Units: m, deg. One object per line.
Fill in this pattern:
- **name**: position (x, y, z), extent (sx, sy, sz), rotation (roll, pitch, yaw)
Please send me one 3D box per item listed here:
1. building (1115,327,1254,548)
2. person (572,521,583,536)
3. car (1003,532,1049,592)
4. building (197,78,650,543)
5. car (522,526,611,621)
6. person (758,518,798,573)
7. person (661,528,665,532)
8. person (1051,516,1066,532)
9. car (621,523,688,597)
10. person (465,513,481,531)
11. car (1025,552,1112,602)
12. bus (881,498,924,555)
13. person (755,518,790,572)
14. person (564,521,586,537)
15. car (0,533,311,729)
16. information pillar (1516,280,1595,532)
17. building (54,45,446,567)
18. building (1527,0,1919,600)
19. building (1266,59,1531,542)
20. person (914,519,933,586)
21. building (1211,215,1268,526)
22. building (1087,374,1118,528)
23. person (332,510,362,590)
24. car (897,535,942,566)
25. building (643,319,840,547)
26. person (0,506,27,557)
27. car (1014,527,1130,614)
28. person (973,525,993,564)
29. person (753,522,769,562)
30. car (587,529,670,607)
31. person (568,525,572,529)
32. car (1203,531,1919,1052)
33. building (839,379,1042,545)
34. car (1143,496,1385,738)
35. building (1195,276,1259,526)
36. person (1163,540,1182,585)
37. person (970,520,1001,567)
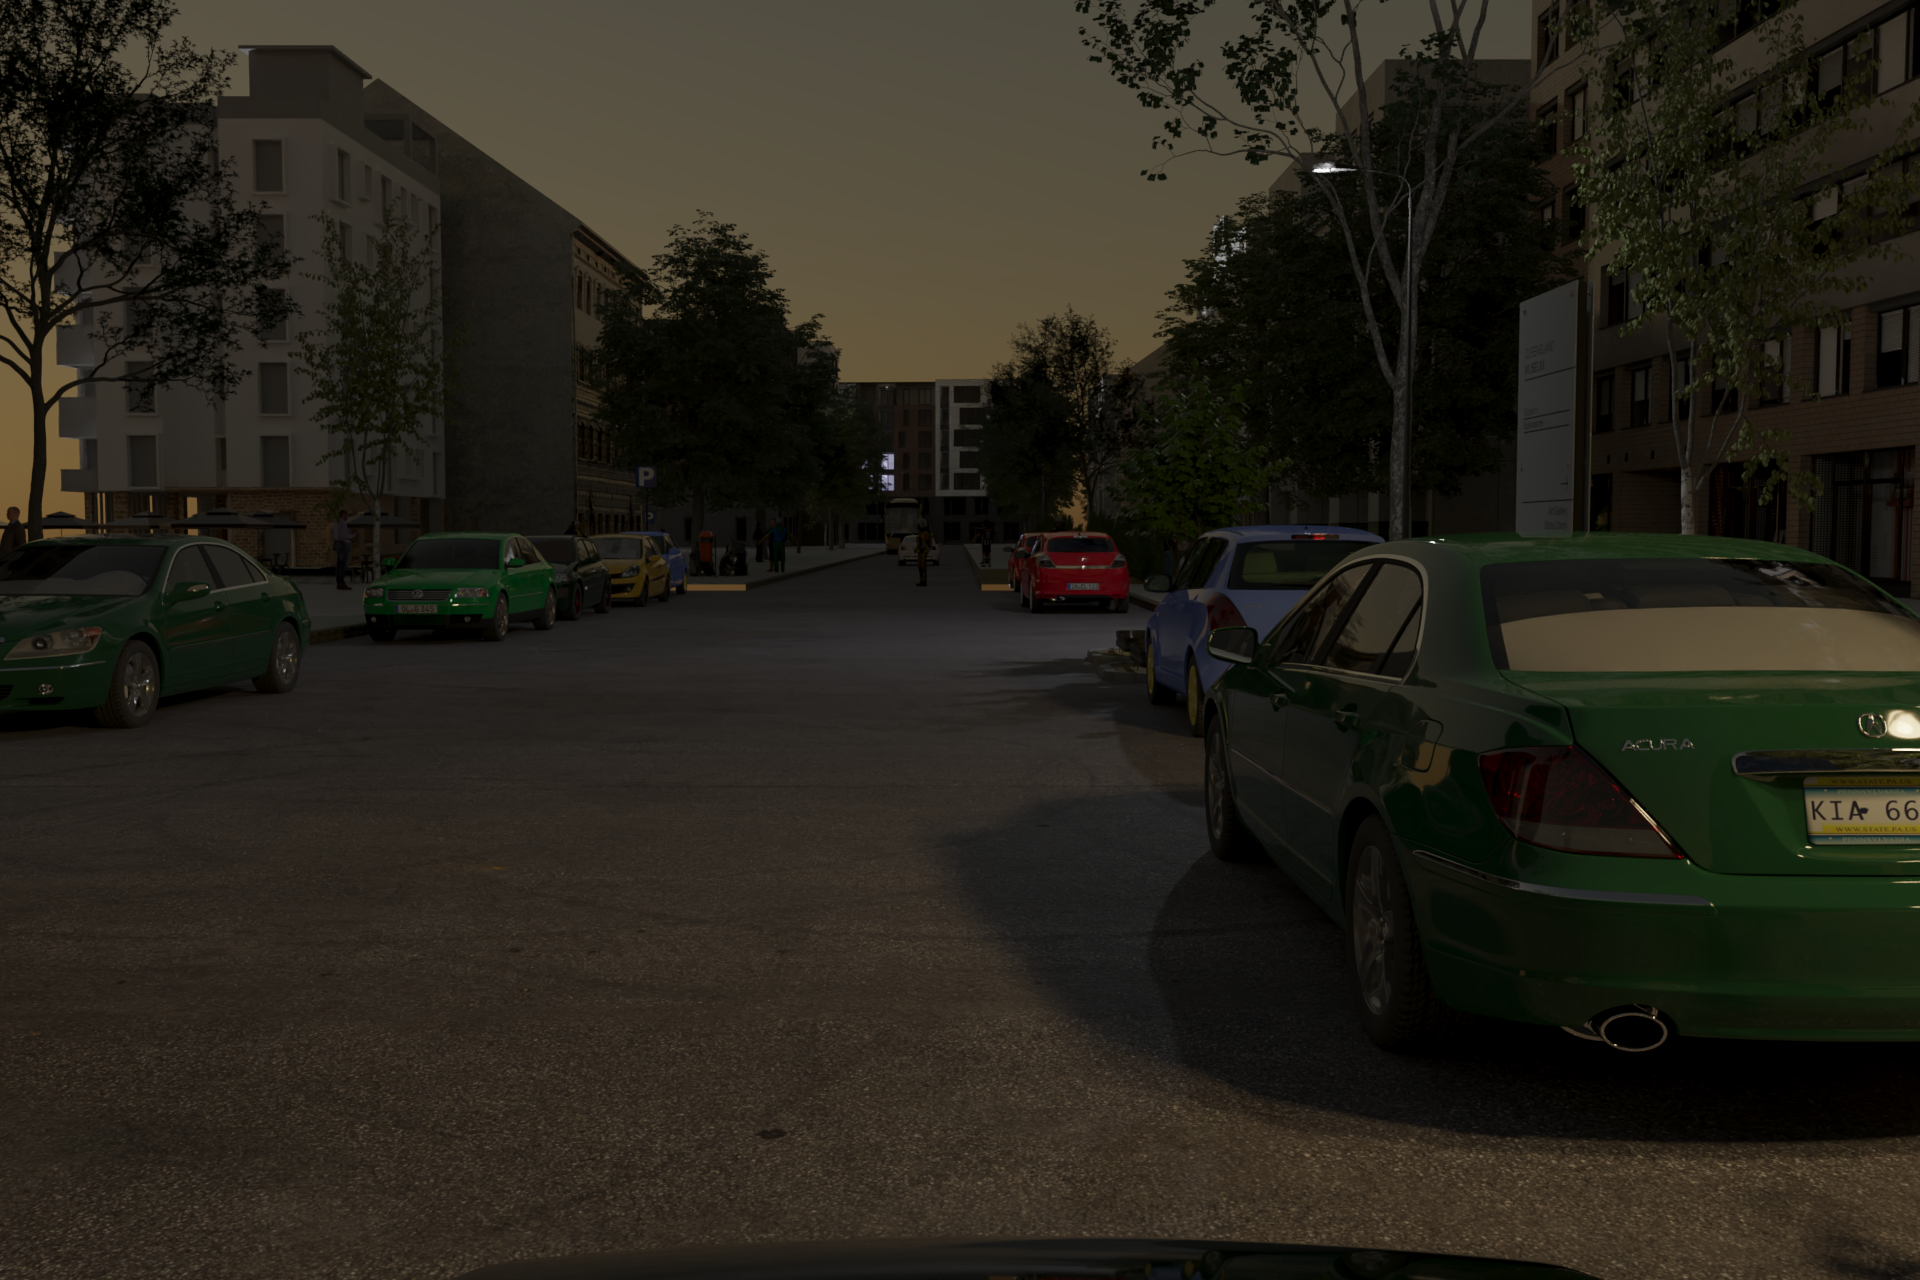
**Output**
- **building**: position (25.182, -20.613, 167.956), extent (19.493, 23.208, 18.063), rotation (0, 3, 0)
- **person**: position (-14.468, -3.639, 65.968), extent (0.721, 1.772, 1.216), rotation (1, 4, 14)
- **car**: position (2.190, -2.150, 44.189), extent (2.155, 1.783, 4.494), rotation (0, 4, -1)
- **building**: position (-27.982, -16.036, 93.110), extent (19.493, 23.208, 18.063), rotation (0, 4, 0)
- **car**: position (-7.178, -1.228, 29.864), extent (2.009, 1.686, 4.222), rotation (0, 4, 0)
- **person**: position (-5.994, -3.128, 57.272), extent (1.347, 1.817, 0.704), rotation (-1, 4, -17)
- **person**: position (-8.706, -2.612, 49.433), extent (1.216, 1.740, 0.721), rotation (-2, 4, -35)
- **person**: position (2.331, -1.995, 40.857), extent (1.354, 1.856, 0.705), rotation (1, 4, 15)
- **car**: position (-7.355, -1.855, 39.921), extent (1.945, 1.707, 3.694), rotation (0, 4, 0)
- **person**: position (-12.370, -2.330, 44.228), extent (1.348, 1.813, 0.705), rotation (3, 5, 42)
- **car**: position (2.329, -1.709, 37.729), extent (2.009, 1.686, 4.222), rotation (0, 4, -1)
- **bus**: position (-3.912, -8.057, 123.280), extent (2.896, 3.916, 12.252), rotation (0, 4, 0)
- **person**: position (-6.348, -3.233, 58.995), extent (1.346, 1.812, 0.704), rotation (2, 4, 24)
- **person**: position (-15.537, -3.877, 69.615), extent (1.346, 1.802, 0.704), rotation (-1, 4, -21)
- **car**: position (-6.968, -0.151, 14.260), extent (2.131, 1.459, 4.920), rotation (0, 3, 0)
- **information pillar**: position (5.771, -1.564, 16.889), extent (0.184, 3.620, 1.656), rotation (0, 3, 0)
- **building**: position (-29.278, -12.973, 68.522), extent (16.016, 20.090, 11.380), rotation (0, 4, 0)
- **building**: position (28.332, -13.826, 32.631), extent (21.656, 26.213, 47.522), rotation (0, 4, 0)
- **building**: position (24.155, -12.652, 73.325), extent (16.747, 18.905, 31.486), rotation (0, 3, 0)
- **person**: position (-1.061, -2.409, 47.605), extent (0.705, 1.858, 1.354), rotation (-1, 4, -9)
- **building**: position (20.252, -15.141, 103.970), extent (16.016, 20.090, 11.380), rotation (0, 4, 0)
- **building**: position (24.300, -20.404, 200.056), extent (16.747, 18.905, 31.486), rotation (0, 3, 0)
- **person**: position (-14.090, -2.076, 39.852), extent (0.599, 1.838, 0.709), rotation (-3, 5, -42)
- **car**: position (-1.879, -4.121, 79.739), extent (2.083, 1.381, 4.827), rotation (0, 4, 0)
- **building**: position (-27.660, -20.629, 181.251), extent (27.936, 21.610, 32.646), rotation (0, 4, 0)
- **person**: position (-16.329, -1.421, 29.831), extent (0.990, 1.755, 0.434), rotation (3, 5, 41)
- **car**: position (2.116, -1.449, 32.734), extent (2.155, 1.783, 4.494), rotation (0, 4, -1)
- **person**: position (1.046, -4.151, 74.141), extent (0.705, 1.796, 1.348), rotation (3, 4, 36)
- **person**: position (-9.098, -4.437, 78.727), extent (0.705, 1.806, 1.347), rotation (-3, 4, -37)
- **car**: position (-7.011, -1.531, 35.255), extent (2.015, 1.641, 3.980), rotation (0, 3, 0)
- **person**: position (-18.896, -4.699, 83.635), extent (0.721, 1.733, 1.217), rotation (-1, 4, -9)
- **car**: position (2.039, 0.341, 6.228), extent (2.131, 1.459, 4.920), rotation (0, 4, -1)
- **building**: position (-4.529, -24.135, 241.036), extent (32.646, 21.610, 27.936), rotation (0, 4, 4)
- **car**: position (2.442, -0.239, 13.496), extent (1.945, 1.707, 3.694), rotation (0, 4, -1)
- **building**: position (22.501, -16.579, 127.491), extent (16.016, 20.090, 11.380), rotation (0, 4, 0)
- **person**: position (4.834, -2.049, 39.713), extent (0.705, 1.803, 1.348), rotation (0, 4, -6)
- **person**: position (1.024, -3.743, 67.341), extent (1.345, 1.843, 0.704), rotation (-2, 4, -24)
